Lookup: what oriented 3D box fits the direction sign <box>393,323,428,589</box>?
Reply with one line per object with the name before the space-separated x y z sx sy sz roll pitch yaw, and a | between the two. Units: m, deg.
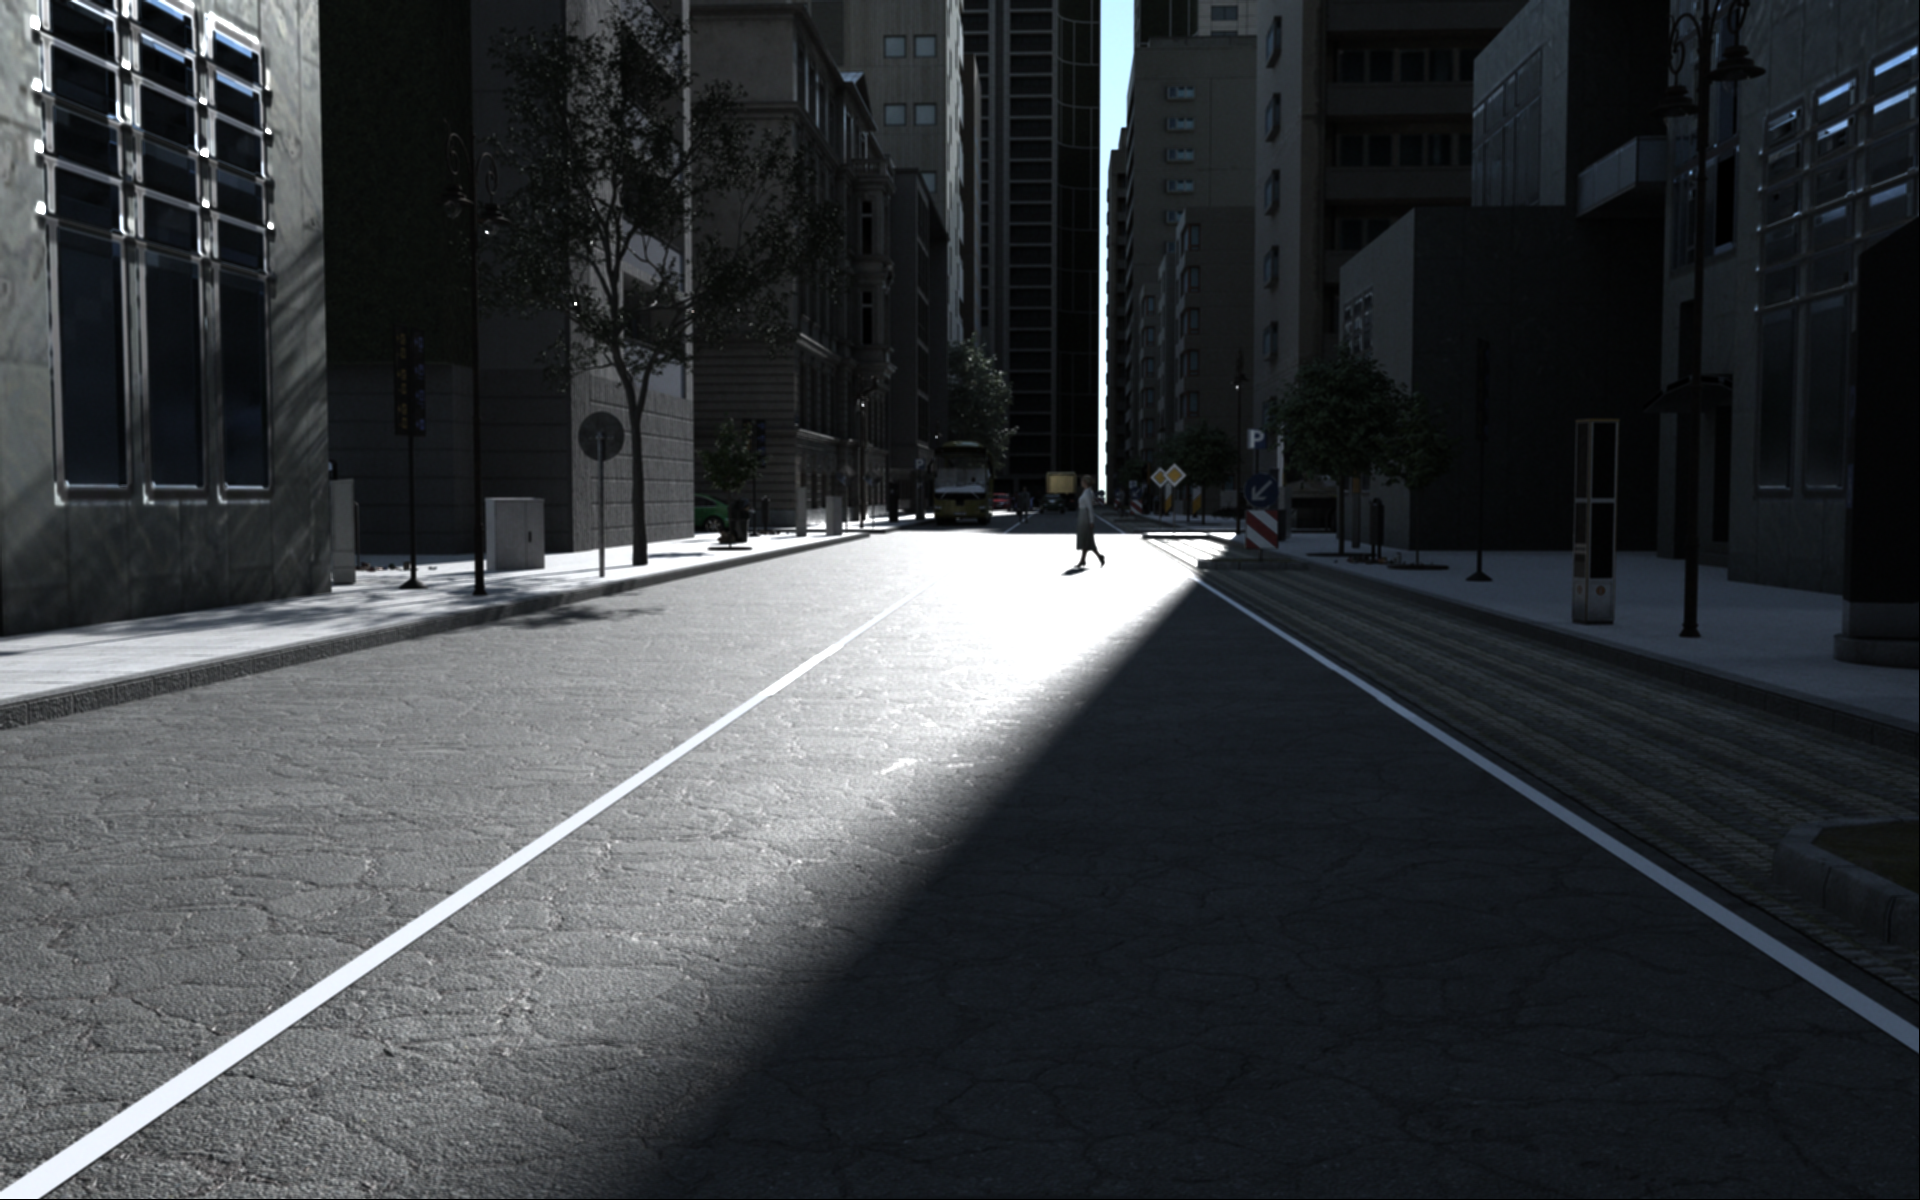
direction sign | -7.421 -1.922 23.420 0.379 3.537 0.876 0 4 7

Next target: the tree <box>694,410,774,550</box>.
tree | -5.397 -2.772 39.929 1.663 3.219 1.824 0 3 0

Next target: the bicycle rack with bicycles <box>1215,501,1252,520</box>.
bicycle rack with bicycles | 14.272 -4.505 87.045 2.925 0.926 2.852 -2 4 -25

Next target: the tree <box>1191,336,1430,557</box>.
tree | 7.911 -3.203 36.081 4.285 4.588 4.351 0 3 0

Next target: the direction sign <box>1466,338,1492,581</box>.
direction sign | 7.684 -2.051 25.532 0.379 3.537 0.876 2 4 27

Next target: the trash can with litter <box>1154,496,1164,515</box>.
trash can with litter | 12.192 -5.788 106.013 0.624 1.170 1.055 0 4 2

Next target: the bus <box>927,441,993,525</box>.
bus | 0.226 -5.617 83.379 2.896 3.916 12.252 0 4 2

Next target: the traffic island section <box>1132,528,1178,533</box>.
traffic island section | 7.379 -2.532 63.681 2.009 0.180 2.903 0 4 3

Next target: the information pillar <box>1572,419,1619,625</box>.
information pillar | 6.258 -0.769 17.069 0.304 2.012 0.304 0 4 -7

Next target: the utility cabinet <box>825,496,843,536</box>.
utility cabinet | -3.917 -2.617 53.949 0.306 1.237 1.020 -1 4 -19

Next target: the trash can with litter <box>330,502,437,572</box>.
trash can with litter | -9.960 -1.098 29.004 2.233 1.210 1.678 0 4 -8

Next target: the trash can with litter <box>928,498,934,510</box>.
trash can with litter | -2.149 -7.720 137.286 2.233 1.210 1.678 3 4 37

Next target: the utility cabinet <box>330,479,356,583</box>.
utility cabinet | -8.936 -1.000 25.028 0.318 1.500 1.173 -1 4 -21

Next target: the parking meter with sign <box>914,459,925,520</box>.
parking meter with sign | -1.957 -5.474 85.755 0.543 3.016 1.738 0 4 1

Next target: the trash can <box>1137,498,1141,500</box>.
trash can | 13.958 -7.488 134.089 0.748 1.137 0.748 0 3 0

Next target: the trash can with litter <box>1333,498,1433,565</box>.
trash can with litter | 7.816 -1.306 32.413 1.678 1.210 2.233 0 4 1

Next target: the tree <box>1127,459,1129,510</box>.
tree | 10.342 -5.825 78.950 4.285 4.588 4.351 0 3 0

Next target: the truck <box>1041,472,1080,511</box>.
truck | 8.755 -9.432 150.136 3.469 3.379 9.791 0 4 3

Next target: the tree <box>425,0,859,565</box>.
tree | -5.683 -5.926 31.300 8.767 10.594 7.601 1 4 12

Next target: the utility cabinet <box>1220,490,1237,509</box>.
utility cabinet | 16.014 -5.739 102.510 1.173 1.500 0.318 2 4 32

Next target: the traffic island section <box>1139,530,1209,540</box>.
traffic island section | 6.907 -2.045 55.710 2.009 0.180 2.903 0 4 3

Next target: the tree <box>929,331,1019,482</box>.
tree | -0.295 -13.965 134.990 9.857 13.997 8.962 0 3 0

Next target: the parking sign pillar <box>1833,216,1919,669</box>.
parking sign pillar | 7.471 -1.506 13.102 1.447 3.967 1.447 1 4 20

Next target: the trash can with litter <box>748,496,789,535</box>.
trash can with litter | -6.275 -2.690 55.033 1.678 1.210 2.233 -1 4 -9

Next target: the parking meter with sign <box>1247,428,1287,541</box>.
parking meter with sign | 8.342 -3.095 46.866 0.543 3.016 1.738 2 4 31

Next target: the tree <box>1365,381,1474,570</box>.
tree | 7.750 -2.150 29.760 1.663 3.219 1.824 0 3 0

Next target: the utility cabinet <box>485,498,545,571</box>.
utility cabinet | -7.551 -1.117 29.432 0.306 1.237 1.020 3 4 38

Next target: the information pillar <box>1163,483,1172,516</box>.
information pillar | 12.136 -6.702 100.932 0.504 3.616 0.183 -3 5 -39

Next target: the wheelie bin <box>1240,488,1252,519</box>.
wheelie bin | 14.778 -5.003 89.714 0.693 1.594 0.980 -3 5 -44

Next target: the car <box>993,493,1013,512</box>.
car | 3.299 -8.211 143.284 2.155 1.783 4.494 0 4 3

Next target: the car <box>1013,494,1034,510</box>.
car | 5.674 -8.909 155.246 1.945 1.707 3.694 0 4 3

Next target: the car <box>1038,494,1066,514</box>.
car | 6.834 -7.137 128.485 2.131 1.459 4.920 0 4 2

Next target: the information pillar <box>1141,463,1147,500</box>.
information pillar | 13.818 -8.457 129.624 0.504 3.616 0.183 -1 4 -19

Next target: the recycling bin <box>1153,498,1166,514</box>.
recycling bin | 12.742 -5.954 109.909 0.722 1.027 0.722 -2 4 -26

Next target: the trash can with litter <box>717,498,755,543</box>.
trash can with litter | -5.886 -2.082 45.435 0.624 1.170 1.055 2 4 24

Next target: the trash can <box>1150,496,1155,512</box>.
trash can | 13.919 -6.868 123.949 0.748 1.137 0.748 0 3 0

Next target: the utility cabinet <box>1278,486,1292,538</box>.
utility cabinet | 9.413 -2.559 50.516 0.318 1.500 1.173 1 4 20

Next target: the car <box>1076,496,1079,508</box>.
car | 11.670 -10.466 183.115 2.014 1.417 4.499 0 4 4

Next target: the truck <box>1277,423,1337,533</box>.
truck | 16.674 -4.322 59.576 11.283 4.237 2.839 0 4 5

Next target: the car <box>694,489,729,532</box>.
car | -9.703 -3.116 59.736 4.718 1.807 1.959 0 4 1

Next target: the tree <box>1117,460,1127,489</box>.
tree | 14.444 -9.602 140.704 4.285 4.588 4.351 0 3 0

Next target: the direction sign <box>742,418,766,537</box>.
direction sign | -6.197 -3.680 52.159 0.379 3.537 0.876 3 5 43

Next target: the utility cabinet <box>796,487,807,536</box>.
utility cabinet | -4.833 -2.685 52.571 0.318 1.500 1.173 0 4 -7

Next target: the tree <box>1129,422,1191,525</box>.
tree | 10.218 -5.405 72.089 4.285 4.588 4.351 0 3 0

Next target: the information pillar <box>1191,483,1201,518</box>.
information pillar | 12.770 -6.245 93.463 0.504 3.616 0.183 -1 4 -17
